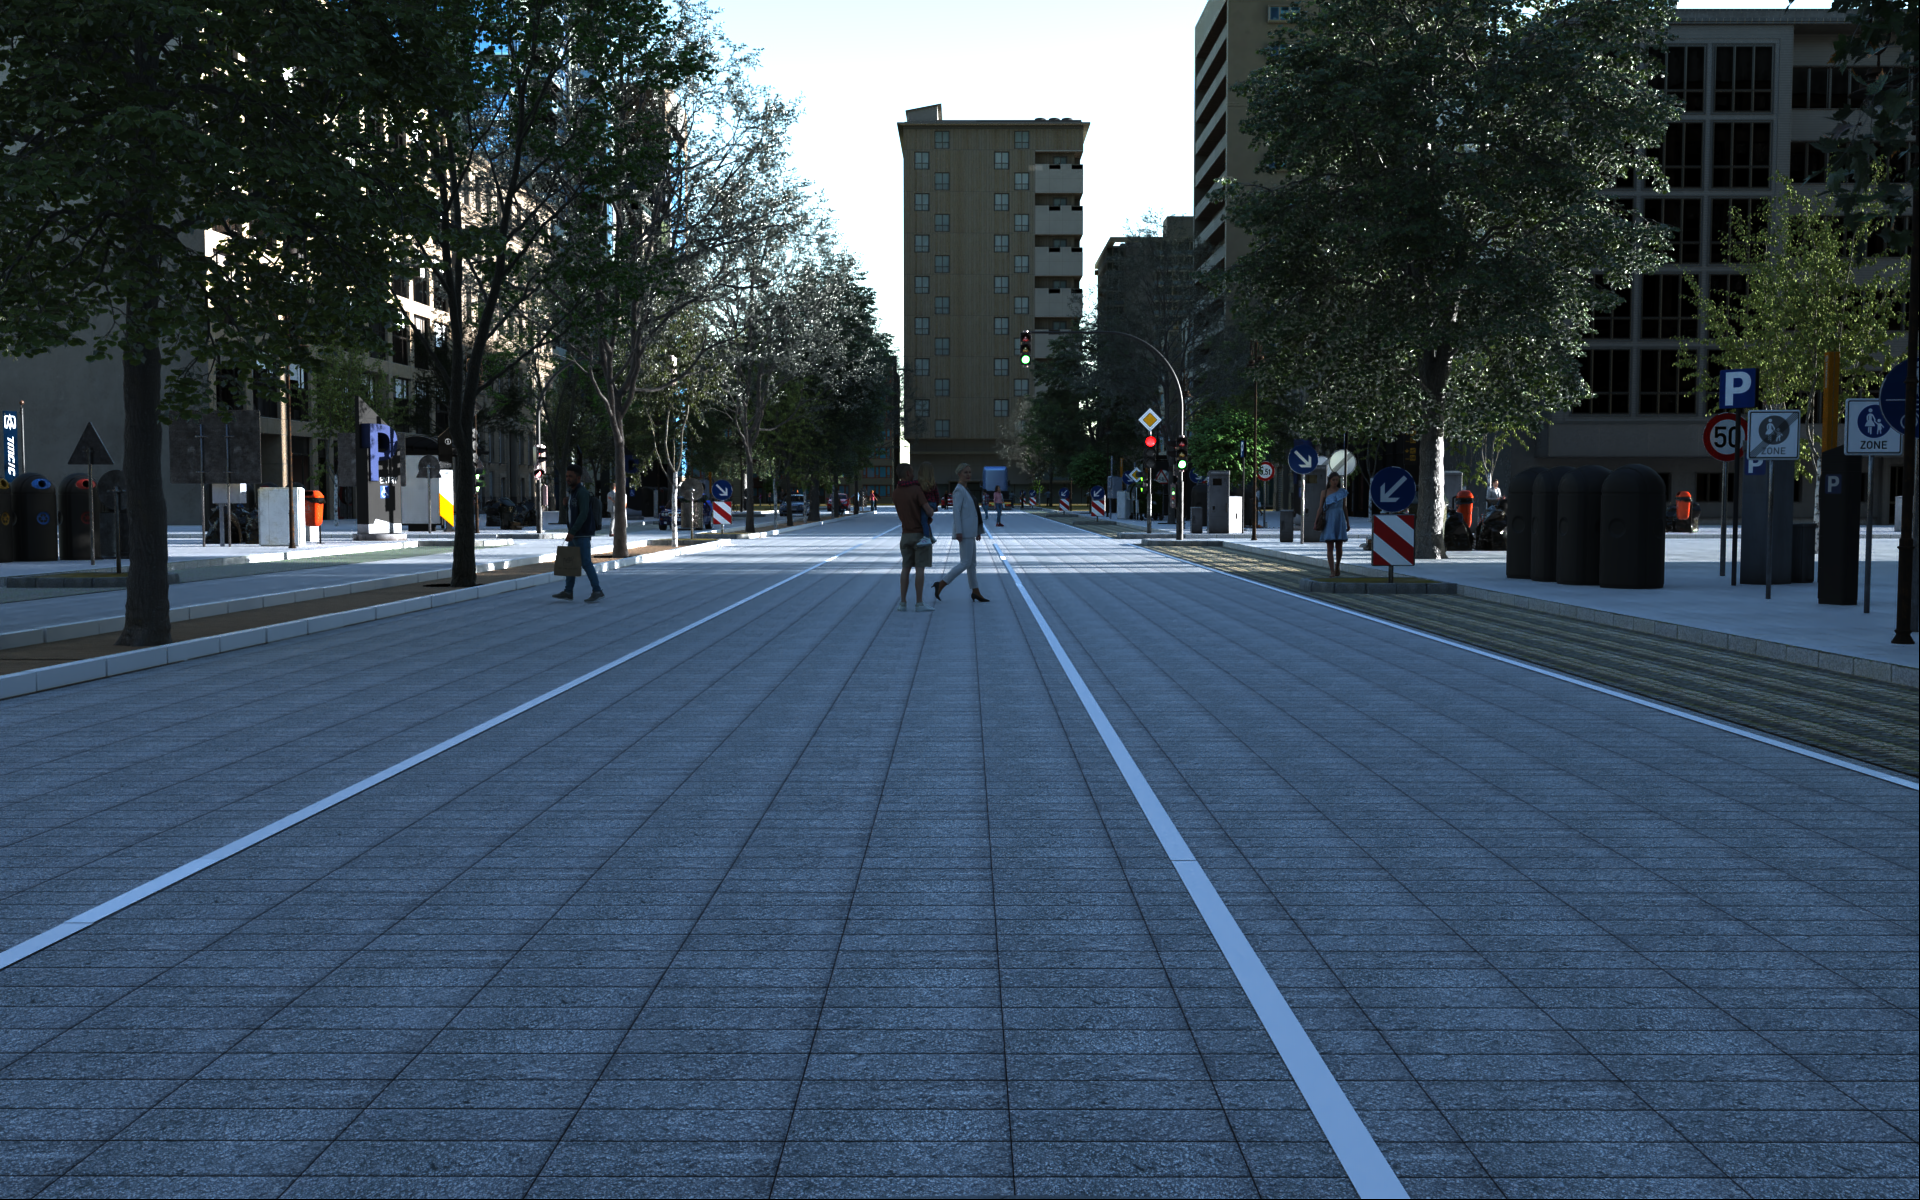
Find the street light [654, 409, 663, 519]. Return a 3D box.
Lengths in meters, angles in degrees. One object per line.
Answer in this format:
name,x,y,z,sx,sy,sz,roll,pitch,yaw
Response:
street light,-15.672,-7.171,90.029,0.468,5.910,1.993,0,4,0

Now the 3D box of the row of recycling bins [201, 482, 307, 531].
row of recycling bins,-24.494,-3.245,60.162,3.534,1.692,1.069,-1,4,-9

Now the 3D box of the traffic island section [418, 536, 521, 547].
traffic island section,-13.774,-1.609,48.589,2.009,0.180,2.903,0,4,0

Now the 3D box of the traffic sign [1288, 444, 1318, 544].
traffic sign,8.788,-2.710,44.418,0.768,2.556,0.104,1,4,9

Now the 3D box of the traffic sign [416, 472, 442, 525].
traffic sign,-17.476,-3.486,56.995,0.884,2.594,0.081,0,4,8

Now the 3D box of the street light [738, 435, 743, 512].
street light,-15.603,-9.217,123.483,0.468,5.910,1.993,0,4,0

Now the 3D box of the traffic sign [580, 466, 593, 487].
traffic sign,-17.384,-4.901,80.128,0.884,2.594,0.081,1,4,10

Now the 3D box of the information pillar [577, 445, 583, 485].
information pillar,-18.044,-5.557,82.217,0.183,3.616,0.504,-2,4,-34

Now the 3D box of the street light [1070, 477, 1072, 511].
street light,8.391,-9.673,130.940,0.468,5.910,1.993,0,4,0

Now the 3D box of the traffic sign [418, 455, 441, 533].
traffic sign,-17.300,-3.447,56.460,0.768,2.556,0.104,1,4,9

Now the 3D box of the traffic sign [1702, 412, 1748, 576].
traffic sign,11.943,-1.648,27.052,0.768,2.556,0.104,0,4,1

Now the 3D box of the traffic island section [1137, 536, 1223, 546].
traffic island section,6.168,-1.605,48.524,2.009,0.180,2.903,0,4,0

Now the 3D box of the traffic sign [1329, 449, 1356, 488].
traffic sign,10.874,-3.010,49.312,0.768,2.556,0.104,0,4,5

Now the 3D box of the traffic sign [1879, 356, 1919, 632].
traffic sign,8.883,-0.975,16.049,0.768,2.556,0.104,1,4,10

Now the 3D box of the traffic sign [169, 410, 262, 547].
traffic sign,-18.052,-2.942,41.981,2.265,3.308,0.079,0,4,4

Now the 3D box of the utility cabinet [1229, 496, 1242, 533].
utility cabinet,8.929,-2.825,57.358,1.020,1.237,0.306,-3,4,-36

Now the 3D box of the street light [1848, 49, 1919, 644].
street light,8.101,-2.563,14.700,0.468,5.910,1.993,0,4,0

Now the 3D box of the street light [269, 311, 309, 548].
street light,-15.817,-4.163,40.848,0.468,5.910,1.993,0,4,0

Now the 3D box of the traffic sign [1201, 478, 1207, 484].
traffic sign,11.456,-4.964,81.263,0.768,2.556,0.104,0,4,1

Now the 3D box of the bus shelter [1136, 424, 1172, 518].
bus shelter,11.104,-7.316,97.253,2.179,5.291,8.768,0,4,0

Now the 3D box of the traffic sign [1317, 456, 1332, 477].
traffic sign,12.076,-3.535,57.896,0.768,2.556,0.104,0,4,1

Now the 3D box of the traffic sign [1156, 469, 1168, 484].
traffic sign,10.541,-5.550,90.746,0.884,2.594,0.081,0,4,5

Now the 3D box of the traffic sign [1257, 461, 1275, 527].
traffic sign,11.875,-4.122,67.506,0.768,2.556,0.104,0,4,1

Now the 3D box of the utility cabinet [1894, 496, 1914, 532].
utility cabinet,32.340,-2.921,58.920,0.306,1.237,1.020,-2,4,-24

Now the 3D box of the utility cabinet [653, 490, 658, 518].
utility cabinet,-16.158,-5.104,92.127,0.318,1.500,1.173,-1,4,-11

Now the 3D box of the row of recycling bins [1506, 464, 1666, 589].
row of recycling bins,8.969,-1.097,25.045,1.069,1.692,3.534,-1,4,-9

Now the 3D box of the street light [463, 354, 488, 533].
street light,-15.855,-5.132,56.689,0.468,5.910,1.993,0,4,0

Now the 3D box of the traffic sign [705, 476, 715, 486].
traffic sign,-17.865,-7.542,123.425,0.768,2.556,0.104,0,4,6

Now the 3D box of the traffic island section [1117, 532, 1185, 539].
traffic island section,6.191,-2.094,56.509,2.009,0.180,2.903,0,4,0

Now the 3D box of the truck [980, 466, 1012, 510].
truck,3.399,-10.531,161.935,2.967,4.110,18.799,0,4,0

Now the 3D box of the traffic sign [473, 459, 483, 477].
traffic sign,-16.664,-3.613,59.175,0.768,2.556,0.104,0,4,4

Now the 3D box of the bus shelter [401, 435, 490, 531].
bus shelter,-18.582,-4.166,62.044,2.014,3.302,5.546,0,4,0

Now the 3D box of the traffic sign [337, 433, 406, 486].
traffic sign,-19.499,-3.887,57.426,2.265,3.308,0.079,0,4,2

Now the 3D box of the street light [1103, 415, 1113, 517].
street light,8.312,-7.623,97.421,0.468,5.910,1.993,0,4,0

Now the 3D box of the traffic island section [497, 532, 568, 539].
traffic island section,-13.750,-2.097,56.574,2.009,0.180,2.903,0,4,0

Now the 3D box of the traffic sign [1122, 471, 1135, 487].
traffic sign,9.211,-5.762,94.319,0.768,2.556,0.104,1,4,9

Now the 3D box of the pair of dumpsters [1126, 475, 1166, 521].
pair of dumpsters,9.200,-5.086,85.656,1.574,2.255,4.437,0,4,0

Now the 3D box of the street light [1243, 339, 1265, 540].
street light,8.188,-4.603,48.040,0.468,5.910,1.993,0,4,0

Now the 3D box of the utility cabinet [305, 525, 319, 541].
utility cabinet,-17.885,-2.213,47.346,0.306,1.237,1.020,-3,5,-44

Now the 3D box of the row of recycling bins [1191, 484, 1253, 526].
row of recycling bins,10.674,-3.837,69.853,3.534,1.692,1.069,-3,5,-43

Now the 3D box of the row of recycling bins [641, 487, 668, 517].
row of recycling bins,-17.419,-5.592,98.540,1.069,1.692,3.534,1,4,10

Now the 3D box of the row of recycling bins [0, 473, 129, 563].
row of recycling bins,-17.496,-1.616,33.537,1.069,1.692,3.534,3,4,37

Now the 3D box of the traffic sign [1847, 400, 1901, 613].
traffic sign,9.769,-1.007,18.591,0.606,2.300,0.079,0,4,1

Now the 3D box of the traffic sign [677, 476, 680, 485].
traffic sign,-19.077,-7.079,115.852,0.768,2.556,0.104,0,4,7

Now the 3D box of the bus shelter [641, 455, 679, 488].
bus shelter,-18.037,-6.879,103.749,1.731,3.624,6.357,0,4,0

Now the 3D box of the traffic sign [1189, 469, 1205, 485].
traffic sign,11.060,-4.928,80.677,0.768,2.556,0.104,0,4,4

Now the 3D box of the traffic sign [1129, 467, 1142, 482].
traffic sign,8.483,-5.095,83.042,0.795,2.593,0.064,0,4,4

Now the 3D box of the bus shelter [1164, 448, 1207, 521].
bus shelter,11.317,-5.788,85.913,1.731,3.624,6.357,0,3,0

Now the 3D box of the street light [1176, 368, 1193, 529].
street light,8.239,-5.568,63.825,0.468,5.910,1.993,0,4,0

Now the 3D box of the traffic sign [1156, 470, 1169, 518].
traffic sign,10.748,-5.596,91.595,0.768,2.556,0.104,0,4,4

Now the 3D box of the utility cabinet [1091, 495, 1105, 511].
utility cabinet,10.482,-7.341,131.180,1.020,1.237,0.306,1,4,14

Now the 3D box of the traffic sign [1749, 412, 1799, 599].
traffic sign,9.889,-1.162,21.124,0.606,2.300,0.079,0,4,6

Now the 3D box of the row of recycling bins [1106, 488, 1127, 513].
row of recycling bins,11.691,-6.804,118.362,3.534,1.692,1.069,-1,4,-10
